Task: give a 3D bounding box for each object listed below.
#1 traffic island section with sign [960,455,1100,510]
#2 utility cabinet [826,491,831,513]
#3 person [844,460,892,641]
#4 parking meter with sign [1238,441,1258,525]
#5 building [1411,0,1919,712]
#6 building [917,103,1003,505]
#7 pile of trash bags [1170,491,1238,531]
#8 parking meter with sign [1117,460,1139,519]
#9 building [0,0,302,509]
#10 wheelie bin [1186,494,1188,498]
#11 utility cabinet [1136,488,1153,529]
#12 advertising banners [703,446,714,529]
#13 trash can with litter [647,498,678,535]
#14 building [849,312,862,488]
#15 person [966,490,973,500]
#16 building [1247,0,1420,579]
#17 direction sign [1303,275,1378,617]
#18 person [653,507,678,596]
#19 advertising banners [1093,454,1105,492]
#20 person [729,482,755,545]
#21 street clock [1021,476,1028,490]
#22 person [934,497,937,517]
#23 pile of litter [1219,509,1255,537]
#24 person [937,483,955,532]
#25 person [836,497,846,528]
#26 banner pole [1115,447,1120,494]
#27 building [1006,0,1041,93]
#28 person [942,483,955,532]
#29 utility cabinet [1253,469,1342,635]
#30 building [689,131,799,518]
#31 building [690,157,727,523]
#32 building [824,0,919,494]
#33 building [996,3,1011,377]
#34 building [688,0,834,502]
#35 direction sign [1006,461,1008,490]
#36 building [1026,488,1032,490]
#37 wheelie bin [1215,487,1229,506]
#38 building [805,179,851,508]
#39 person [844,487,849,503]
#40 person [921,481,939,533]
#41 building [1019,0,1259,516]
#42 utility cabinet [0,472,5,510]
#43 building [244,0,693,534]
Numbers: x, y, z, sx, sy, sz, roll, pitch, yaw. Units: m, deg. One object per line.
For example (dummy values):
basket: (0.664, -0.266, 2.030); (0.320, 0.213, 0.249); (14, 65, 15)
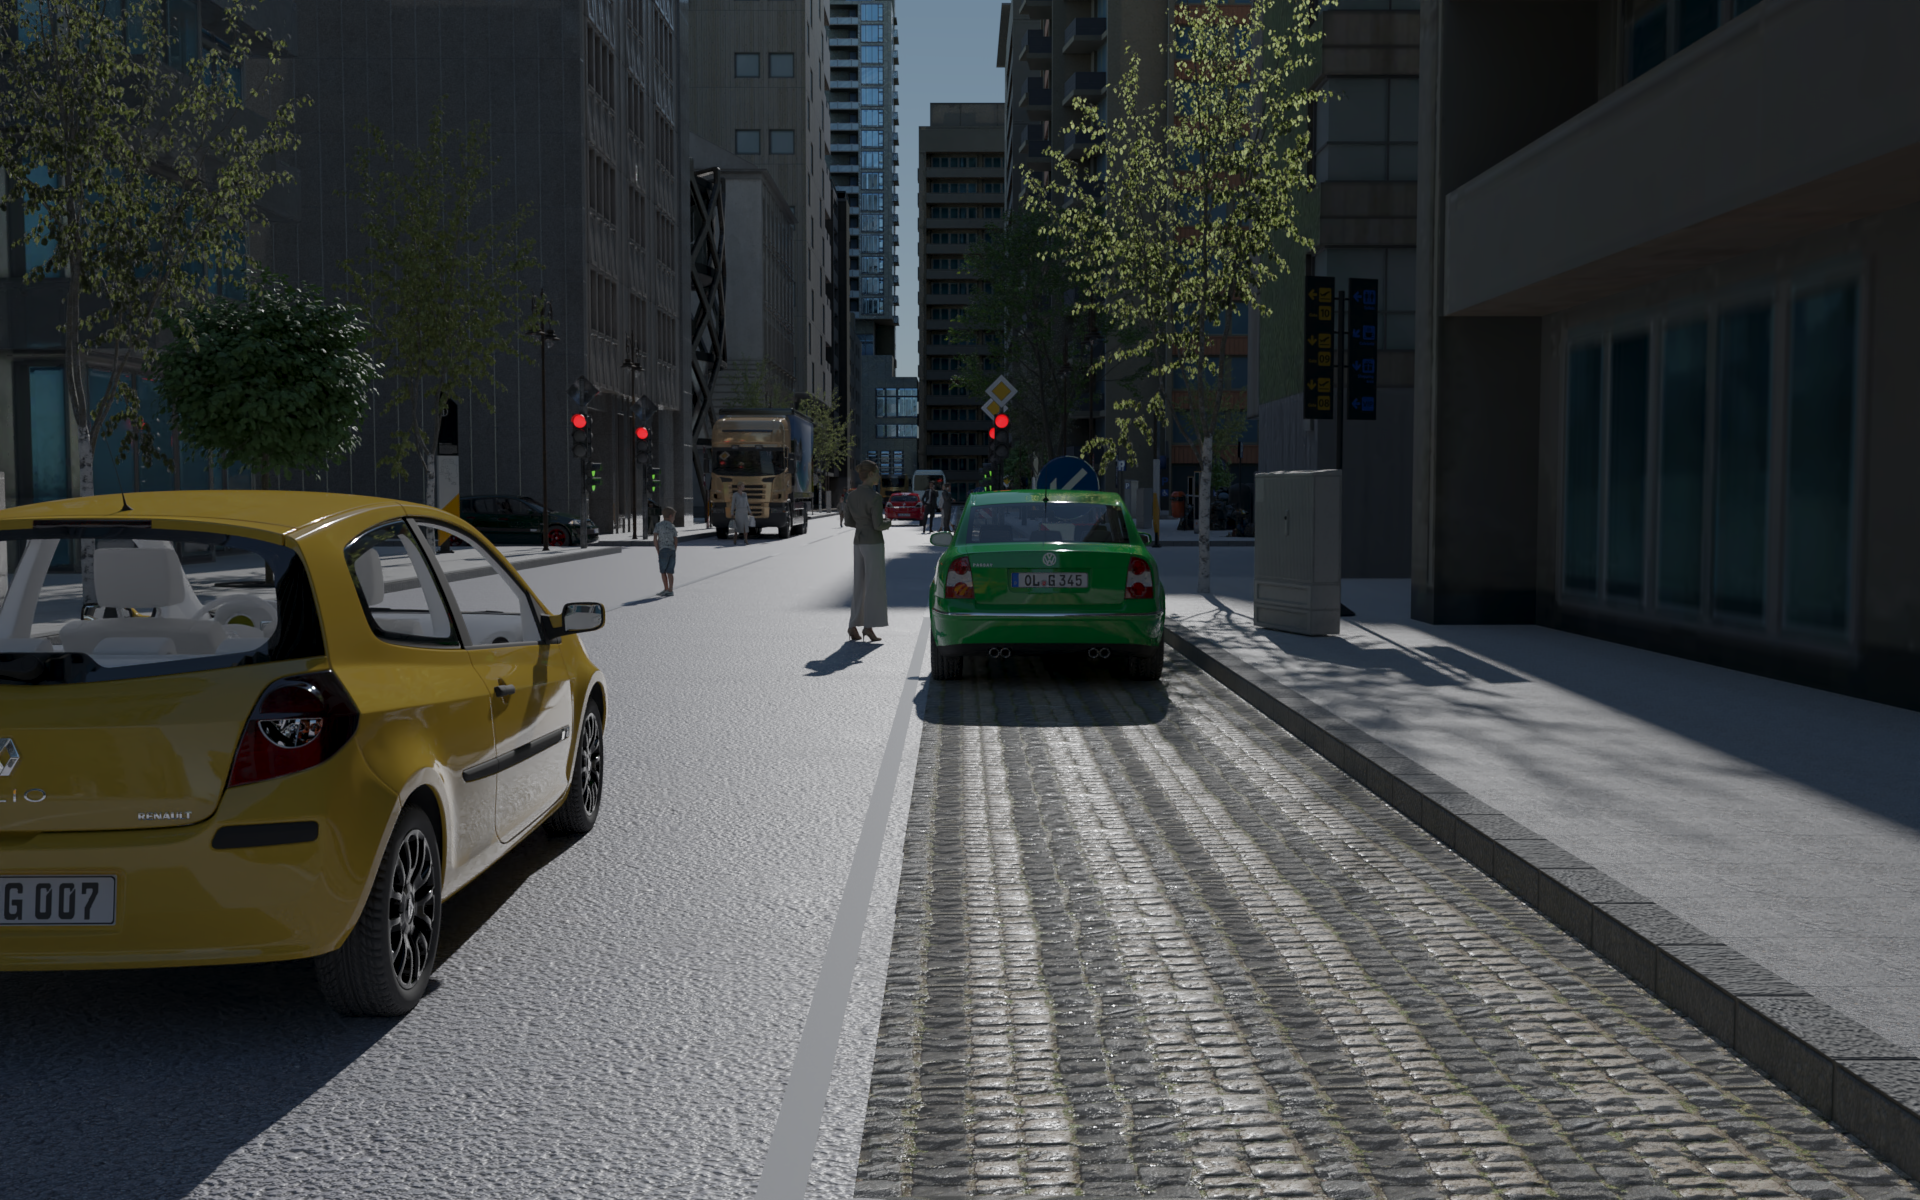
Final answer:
traffic island section with sign: (1.005, -0.612, 18.639); (1.989, 1.847, 2.006); (0, 3, 0)
utility cabinet: (-8.779, -6.542, 115.641); (0.318, 1.500, 1.173); (0, 4, -3)
person: (-0.865, -0.478, 16.868); (0.362, 1.759, 0.519); (-3, 5, -44)
parking meter with sign: (10.073, -3.726, 57.175); (1.738, 3.016, 0.543); (1, 4, 18)
building: (15.288, -23.373, 5.859); (21.300, 48.544, 21.600); (0, 3, 0)
building: (5.569, -36.348, 217.987); (21.600, 48.544, 21.300); (0, 3, 0)
pile of trash bags: (8.477, -3.143, 61.147); (1.912, 1.369, 3.447); (3, 5, 39)
parking meter with sign: (8.946, -5.739, 90.095); (0.543, 3.016, 1.738); (3, 5, 44)
building: (-27.990, -24.888, 26.527); (30.456, 49.044, 23.786); (0, 3, 0)
wheelie bin: (11.217, -4.564, 82.531); (0.980, 1.594, 0.693); (2, 4, 25)
utility cabinet: (6.794, -3.378, 63.908); (0.318, 1.500, 1.173); (1, 4, 21)
advertising banners: (-9.380, -4.173, 64.413); (0.090, 3.025, 2.074); (0, 4, 1)
trash can with litter: (-9.363, -2.609, 54.037); (1.055, 1.170, 0.624); (-1, 4, -22)
building: (-25.698, -20.811, 185.306); (28.899, 21.520, 27.650); (0, 3, 0)
person: (0.943, -8.370, 145.904); (0.990, 1.755, 0.434); (-1, 4, -16)
building: (12.418, -21.302, 31.876); (14.154, 41.232, 14.086); (0, 3, 0)
direction sign: (3.986, -1.602, 18.189); (0.876, 3.537, 0.379); (-1, 4, -21)
person: (-4.147, -0.684, 24.373); (0.332, 1.250, 0.352); (1, 4, 13)
advertising banners: (5.948, -4.805, 74.745); (0.090, 3.025, 2.074); (-1, 4, -13)
person: (-6.172, -2.450, 48.916); (0.694, 1.780, 0.624); (-1, 4, -21)
street clock: (2.628, -4.048, 70.757); (0.358, 2.002, 0.471); (1, 4, 13)
person: (-1.748, -6.058, 107.722); (0.661, 1.801, 0.590); (3, 5, 40)
pile of litter: (8.540, -2.306, 51.674); (1.176, 0.858, 1.719); (-2, 4, -30)
person: (-0.515, -3.493, 65.494); (0.818, 1.842, 0.514); (-1, 4, -19)
person: (-5.040, -3.752, 74.118); (0.475, 1.303, 0.640); (-1, 4, -21)
banner pole: (8.403, -6.265, 92.448); (0.401, 3.779, 0.863); (-1, 4, -10)
building: (15.193, -32.811, 160.162); (21.300, 48.544, 21.600); (0, 3, 0)
person: (-0.401, -3.424, 64.294); (0.447, 1.846, 0.655); (1, 4, 20)
utility cabinet: (3.106, -0.451, 16.049); (0.318, 1.500, 1.173); (-1, 4, -16)
building: (-15.142, -15.428, 101.406); (9.793, 20.994, 18.267); (0, 3, 0)
building: (-19.130, -12.853, 77.595); (16.820, 18.784, 16.811); (0, 3, 0)
building: (-20.731, -55.359, 217.796); (31.000, 86.520, 22.319); (0, 3, 0)
building: (18.473, -36.410, 184.535); (28.713, 52.752, 27.495); (0, 3, 0)
building: (-24.417, -33.491, 136.813); (28.713, 52.752, 27.495); (0, 3, 0)
direction sign: (3.030, -7.246, 110.463); (0.379, 3.537, 0.876); (1, 4, 16)
building: (21.157, -27.237, 137.206); (32.217, 40.220, 23.993); (0, 3, 0)
wheelie bin: (11.137, -3.989, 73.132); (0.693, 1.594, 0.980); (-1, 4, -17)
building: (-17.478, -23.643, 158.256); (14.160, 30.474, 14.107); (0, 3, 0)
person: (-6.703, -5.700, 101.677); (0.713, 1.824, 0.794); (1, 4, 21)
person: (-1.098, -3.459, 64.423); (0.648, 1.900, 0.474); (-1, 4, -14)
building: (14.958, -27.772, 108.691); (22.147, 44.769, 28.867); (0, 3, 0)
utility cabinet: (-9.634, -0.496, 16.794); (0.318, 1.500, 1.173); (-1, 4, -10)
building: (-16.699, -14.722, 58.733); (12.078, 24.808, 19.932); (0, 3, 0)
